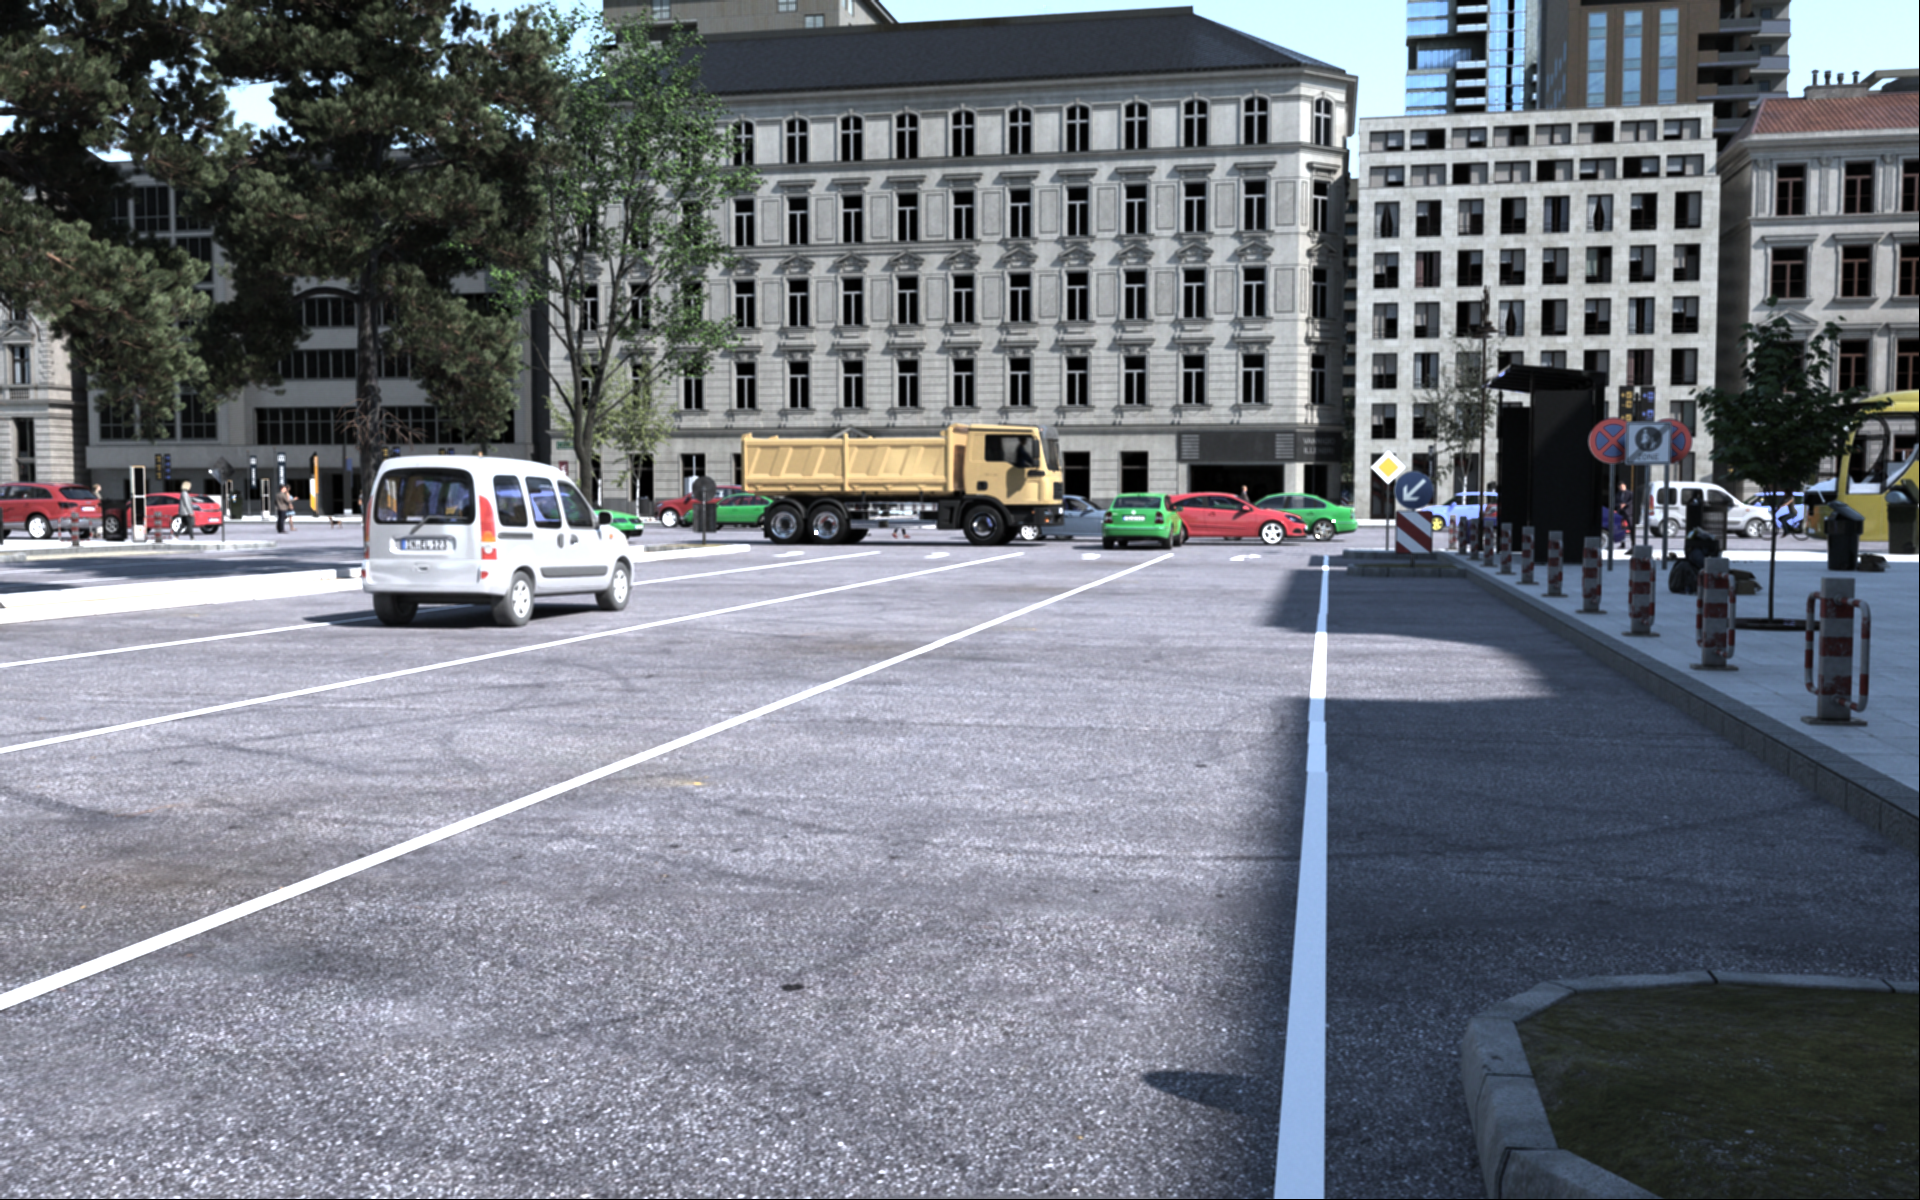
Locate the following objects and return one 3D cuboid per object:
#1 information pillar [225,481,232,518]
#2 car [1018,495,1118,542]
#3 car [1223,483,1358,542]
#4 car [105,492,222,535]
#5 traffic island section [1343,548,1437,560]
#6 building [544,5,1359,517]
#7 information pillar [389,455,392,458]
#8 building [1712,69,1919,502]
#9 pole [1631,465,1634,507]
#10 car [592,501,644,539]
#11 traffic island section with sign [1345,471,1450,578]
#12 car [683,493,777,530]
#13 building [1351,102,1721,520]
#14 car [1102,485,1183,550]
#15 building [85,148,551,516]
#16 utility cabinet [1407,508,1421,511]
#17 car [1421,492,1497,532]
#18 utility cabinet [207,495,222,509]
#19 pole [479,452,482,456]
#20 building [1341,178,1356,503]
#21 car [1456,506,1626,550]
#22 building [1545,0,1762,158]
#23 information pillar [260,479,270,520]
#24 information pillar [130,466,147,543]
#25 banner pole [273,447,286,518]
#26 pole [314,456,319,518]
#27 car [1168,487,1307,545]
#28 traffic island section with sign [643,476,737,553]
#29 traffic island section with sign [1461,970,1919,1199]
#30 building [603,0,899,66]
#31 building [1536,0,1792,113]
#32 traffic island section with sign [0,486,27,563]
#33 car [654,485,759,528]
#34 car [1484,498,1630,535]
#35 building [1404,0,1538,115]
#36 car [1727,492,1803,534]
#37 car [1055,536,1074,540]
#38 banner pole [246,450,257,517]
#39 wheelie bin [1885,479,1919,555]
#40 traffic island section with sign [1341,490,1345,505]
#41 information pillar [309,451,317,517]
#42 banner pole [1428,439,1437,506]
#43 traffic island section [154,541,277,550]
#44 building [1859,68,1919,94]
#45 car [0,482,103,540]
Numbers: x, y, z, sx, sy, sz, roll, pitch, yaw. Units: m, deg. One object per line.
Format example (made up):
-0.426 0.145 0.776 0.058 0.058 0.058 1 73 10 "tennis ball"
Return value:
-39.945 -5.512 94.610 0.304 2.012 0.304 -3 4 -38 "information pillar"
3.514 -2.508 53.005 4.499 1.417 2.014 1 4 12 "car"
9.803 -2.713 53.153 4.718 1.807 1.959 1 4 13 "car"
-28.665 -3.240 62.010 4.494 1.783 2.155 1 4 12 "car"
9.732 -1.046 39.382 2.009 0.180 2.903 1 4 12 "traffic island section"
-0.113 -19.710 98.681 44.131 29.872 17.030 1 4 12 "building"
-31.698 -6.436 96.587 0.504 3.616 0.183 -1 4 -16 "information pillar"
48.631 -15.297 86.263 21.152 22.565 11.583 1 4 12 "building"
31.196 -5.282 80.210 0.158 3.312 0.155 0 3 0 "pole"
-11.607 -2.571 50.825 4.718 1.807 1.959 1 4 13 "car"
7.905 -1.353 30.743 1.989 1.847 2.006 1 4 12 "traffic island section with sign"
-8.650 -3.659 68.625 4.718 1.807 1.959 1 4 13 "car"
29.076 -14.367 89.646 16.860 20.320 10.420 1 4 12 "building"
4.905 -2.285 46.148 1.959 1.807 4.718 1 4 13 "car"
-36.546 -17.540 105.838 30.058 24.678 14.314 1 4 12 "building"
21.111 -4.246 80.581 0.306 1.237 1.020 3 4 36 "utility cabinet"
19.436 -3.492 66.689 3.694 1.707 1.945 1 4 11 "car"
-41.464 -5.206 96.275 0.306 1.237 1.020 1 4 21 "utility cabinet"
-23.337 -5.538 84.396 0.158 3.312 0.155 0 3 0 "pole"
49.364 -38.507 253.294 21.600 48.544 21.300 1 4 12 "building"
14.179 -1.827 42.458 3.894 1.354 1.945 1 4 12 "car"
55.395 -30.009 140.750 14.600 45.320 14.200 1 4 12 "building"
-33.969 -4.903 84.654 0.304 2.012 0.304 -3 5 -44 "information pillar"
-21.695 -2.522 45.731 0.304 2.012 0.304 -3 4 -38 "information pillar"
-35.937 -6.203 91.436 0.401 3.779 0.863 3 4 37 "banner pole"
-34.694 -6.089 93.390 0.158 3.312 0.155 0 3 0 "pole"
7.628 -2.470 49.419 4.494 1.783 2.155 1 4 12 "car"
-6.579 -2.138 43.095 2.006 1.907 1.989 1 4 12 "traffic island section with sign"
2.113 0.309 3.570 1.989 1.847 2.006 1 4 12 "traffic island section with sign"
-21.176 -36.078 179.112 27.495 52.752 28.713 1 4 12 "building"
64.387 -37.848 160.819 21.231 58.520 28.212 1 4 12 "building"
-20.988 -1.709 36.577 1.989 1.847 2.006 1 4 12 "traffic island section with sign"
-10.543 -4.012 74.266 5.304 1.827 2.281 1 4 13 "car"
18.488 -2.730 53.682 4.494 1.783 2.155 1 4 11 "car"
75.196 -57.156 247.178 31.000 86.520 22.319 1 4 12 "building"
29.285 -3.264 62.958 3.694 1.707 1.945 1 4 12 "car"
2.081 -2.631 55.597 3.894 1.354 1.945 1 4 10 "car"
-40.585 -6.680 99.233 0.401 3.779 0.863 2 4 24 "banner pole"
20.113 -1.770 36.854 0.980 1.594 0.693 -3 5 -45 "wheelie bin"
41.064 -10.857 186.133 1.989 1.847 2.006 1 4 12 "traffic island section with sign"
-35.382 -6.328 94.824 0.183 3.616 0.504 1 4 21 "information pillar"
21.384 -5.407 78.422 0.401 3.779 0.863 -1 4 -12 "banner pole"
-19.405 -1.425 45.580 2.009 0.180 2.903 1 4 12 "traffic island section"
88.853 -28.295 154.501 23.993 40.220 32.217 1 4 12 "building"
-30.020 -2.856 55.366 5.304 1.827 2.281 1 4 14 "car"
